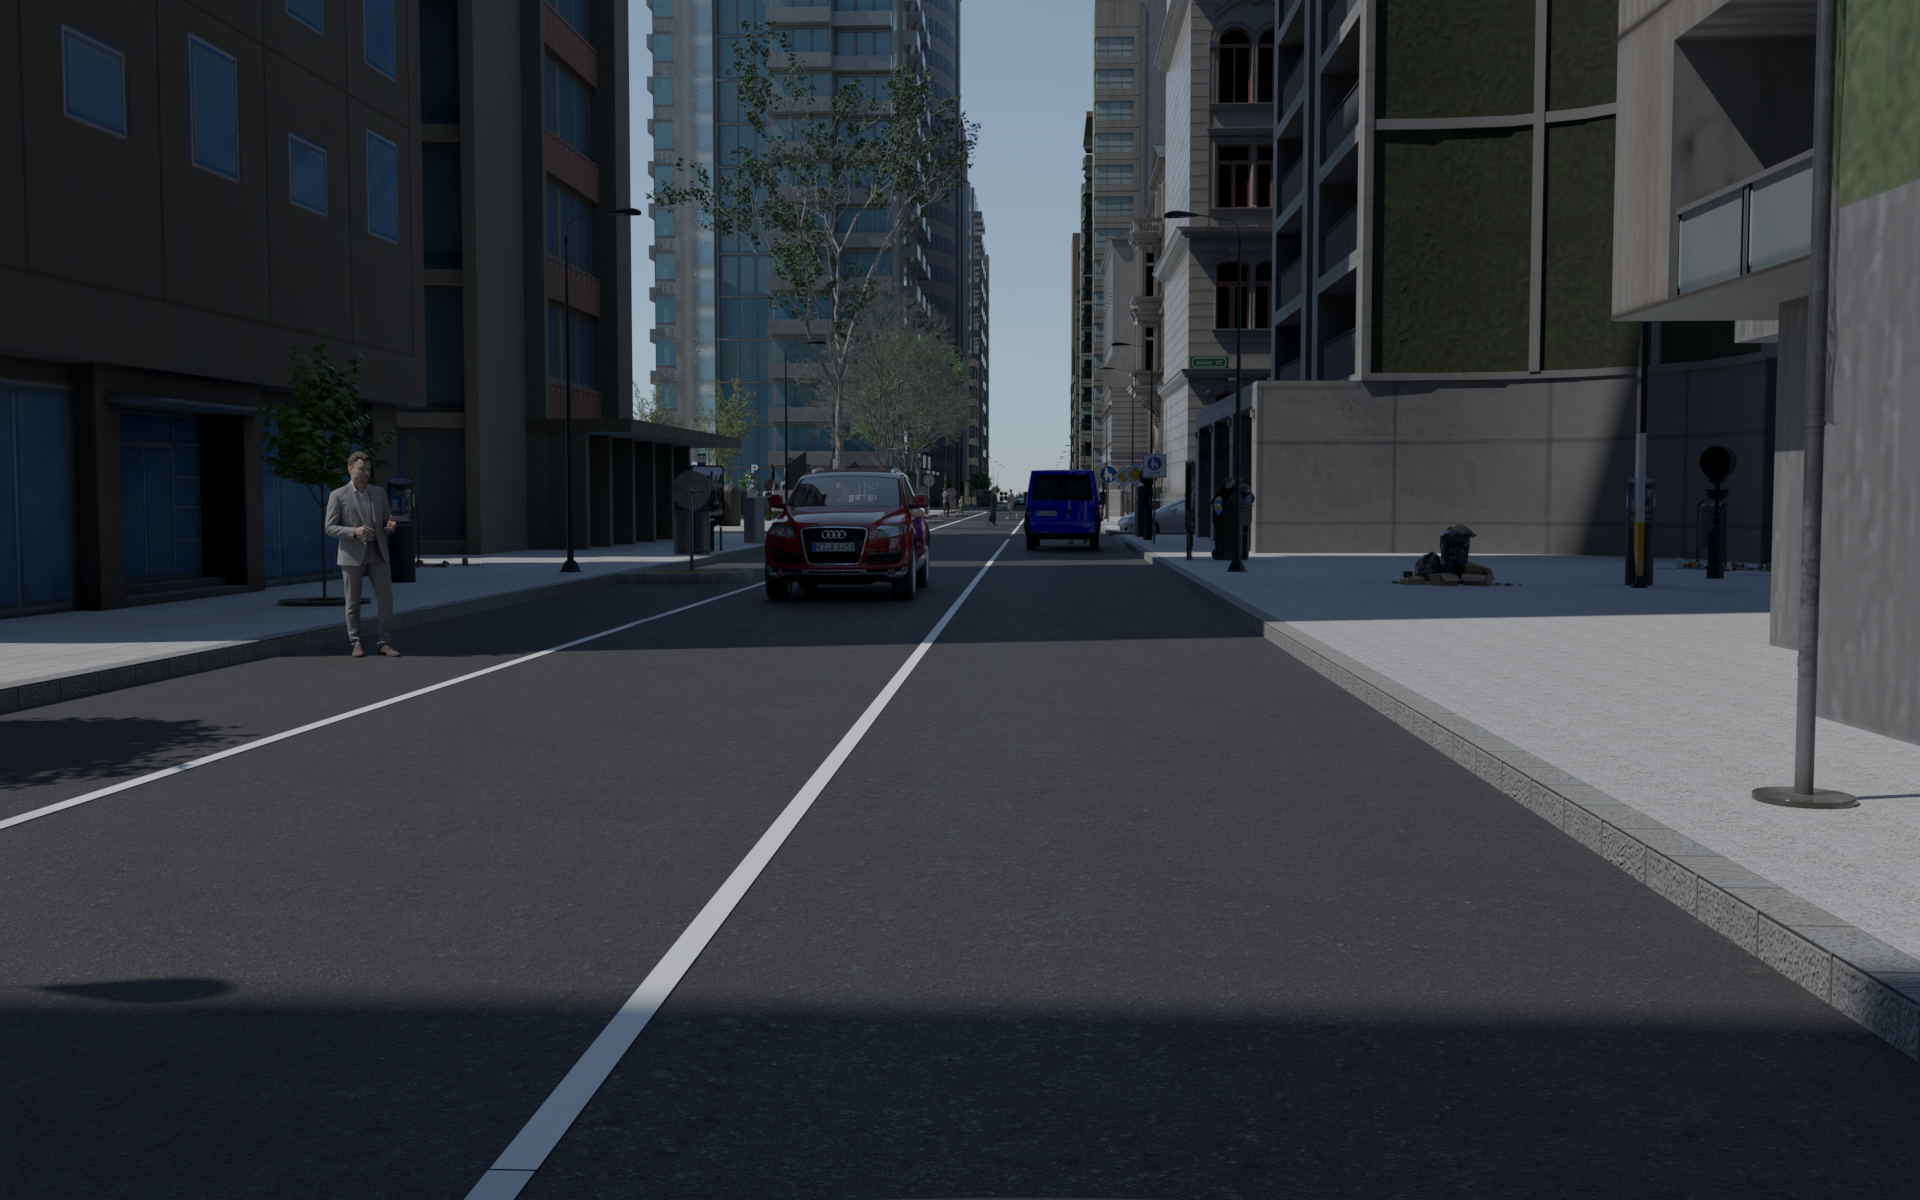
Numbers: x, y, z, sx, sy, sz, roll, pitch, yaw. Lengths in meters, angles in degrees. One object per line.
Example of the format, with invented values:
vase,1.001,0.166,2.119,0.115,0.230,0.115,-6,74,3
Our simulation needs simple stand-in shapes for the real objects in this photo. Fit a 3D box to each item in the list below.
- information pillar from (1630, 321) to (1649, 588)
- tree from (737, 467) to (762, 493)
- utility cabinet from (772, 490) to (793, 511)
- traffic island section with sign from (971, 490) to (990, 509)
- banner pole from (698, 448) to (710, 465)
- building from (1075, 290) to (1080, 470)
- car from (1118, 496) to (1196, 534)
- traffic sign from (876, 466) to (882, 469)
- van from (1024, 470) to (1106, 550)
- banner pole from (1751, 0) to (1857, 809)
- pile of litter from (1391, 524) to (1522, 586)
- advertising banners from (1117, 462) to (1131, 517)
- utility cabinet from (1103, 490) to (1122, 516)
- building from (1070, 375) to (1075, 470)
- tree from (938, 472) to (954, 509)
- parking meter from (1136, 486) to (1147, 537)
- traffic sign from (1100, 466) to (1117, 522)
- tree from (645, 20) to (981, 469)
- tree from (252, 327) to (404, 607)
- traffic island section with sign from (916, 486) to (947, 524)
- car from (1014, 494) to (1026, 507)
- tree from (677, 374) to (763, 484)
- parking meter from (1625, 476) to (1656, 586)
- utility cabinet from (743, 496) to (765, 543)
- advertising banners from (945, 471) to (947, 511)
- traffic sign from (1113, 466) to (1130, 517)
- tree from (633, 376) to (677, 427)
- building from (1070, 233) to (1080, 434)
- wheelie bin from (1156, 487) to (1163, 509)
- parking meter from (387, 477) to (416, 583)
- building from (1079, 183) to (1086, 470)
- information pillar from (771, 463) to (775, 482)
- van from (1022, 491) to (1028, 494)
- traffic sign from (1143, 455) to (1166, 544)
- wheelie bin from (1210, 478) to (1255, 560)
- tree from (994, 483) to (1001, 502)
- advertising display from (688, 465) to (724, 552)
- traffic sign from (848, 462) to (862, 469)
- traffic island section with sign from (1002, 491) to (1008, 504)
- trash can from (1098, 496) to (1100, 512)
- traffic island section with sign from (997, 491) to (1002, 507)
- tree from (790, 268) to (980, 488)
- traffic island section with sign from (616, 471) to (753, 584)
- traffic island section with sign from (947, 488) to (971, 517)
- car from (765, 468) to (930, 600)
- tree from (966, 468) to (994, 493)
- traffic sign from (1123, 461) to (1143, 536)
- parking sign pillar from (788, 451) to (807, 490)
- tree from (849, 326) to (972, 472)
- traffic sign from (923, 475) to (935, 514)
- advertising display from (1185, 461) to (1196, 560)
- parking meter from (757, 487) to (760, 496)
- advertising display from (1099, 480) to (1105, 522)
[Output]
information pillar,9.340,-1.982,23.757,0.183,3.616,0.504,1,4,15
tree,-15.135,-7.894,123.664,1.663,3.219,1.824,0,3,0
utility cabinet,-10.568,-5.781,103.190,1.173,1.500,0.318,-1,4,-13
traffic island section with sign,1.914,-9.318,160.984,1.989,1.847,2.006,0,4,3
banner pole,-13.879,-6.376,94.270,0.863,3.779,0.401,-1,4,-18
building,23.250,-28.892,244.087,14.160,30.474,14.107,0,4,3
car,7.675,-2.772,57.684,4.827,1.381,2.083,0,4,3
traffic sign,-2.866,-3.539,61.501,0.795,2.450,0.064,0,4,3
van,2.747,-2.533,45.799,2.240,2.365,5.245,0,4,4
banner pole,3.653,-1.058,7.318,0.401,3.779,0.863,2,4,33
pile of litter,7.044,-0.647,24.544,1.719,0.858,1.176,2,4,33
advertising banners,9.055,-6.098,95.891,0.090,3.025,2.074,2,4,25
utility cabinet,8.575,-5.489,98.423,1.173,1.500,0.318,1,4,23
building,30.951,-25.715,265.476,27.650,21.520,28.899,0,4,3
tree,-0.944,-9.571,151.082,1.663,3.219,1.824,0,3,0
parking meter,5.465,-2.663,51.947,0.372,1.533,0.369,0,3,0
traffic sign,6.727,-4.798,78.553,0.768,2.556,0.104,0,4,6
tree,-6.393,-13.175,71.302,12.611,20.169,13.585,0,3,0
tree,-7.324,-1.568,20.233,1.663,3.219,1.824,0,3,0
traffic island section with sign,-1.795,-4.618,84.135,1.989,1.847,2.006,0,4,3
car,6.696,-10.762,187.751,2.131,1.459,4.920,0,4,4
tree,-14.207,-9.495,105.599,4.737,8.622,4.395,0,3,0
parking meter,9.563,-0.975,24.353,0.372,1.533,0.369,0,3,0
utility cabinet,-5.433,-2.110,45.664,0.306,1.237,1.020,-2,4,-23
advertising banners,-1.011,-8.169,129.748,0.090,3.025,2.074,0,4,7
traffic sign,5.767,-3.512,61.063,0.795,2.450,0.064,0,4,3
tree,-19.223,-9.602,107.361,4.737,8.622,4.395,0,3,0
building,25.374,-38.956,287.033,14.600,45.320,14.200,0,4,3
wheelie bin,8.815,-4.315,78.457,0.980,1.594,0.693,0,4,-5
parking meter,-8.102,-1.022,25.121,0.372,1.533,0.369,0,3,0
building,22.902,-33.400,229.689,14.154,41.232,14.086,0,4,3
information pillar,-14.058,-8.487,130.116,0.183,3.616,0.504,2,4,24
van,9.817,-15.135,254.460,2.013,2.044,4.112,0,4,2
traffic sign,4.959,-2.572,44.175,0.606,2.300,0.079,1,4,9
wheelie bin,5.332,-1.580,33.746,0.693,1.594,0.980,3,4,37
tree,6.182,-18.481,296.769,1.663,3.219,1.824,0,3,0
advertising display,-5.633,-2.035,38.488,0.123,1.923,0.974,3,4,39
traffic sign,-3.253,-3.051,53.525,0.795,2.450,0.064,0,4,3
traffic island section with sign,5.909,-14.346,243.184,1.989,1.847,2.006,0,4,3
trash can,9.348,-6.340,115.319,0.748,1.137,0.748,0,3,0
traffic island section with sign,3.255,-10.997,188.431,1.989,1.847,2.006,0,4,3
tree,-4.099,-11.299,95.100,12.009,13.543,11.850,0,3,0
traffic island section with sign,-4.489,-1.226,28.667,1.989,1.847,2.006,0,4,3
traffic island section with sign,-0.495,-6.269,111.126,1.989,1.847,2.006,0,4,3
car,-1.550,-1.010,25.190,2.281,1.827,5.304,0,4,2
tree,2.449,-14.082,213.946,4.285,4.588,4.351,0,3,0
traffic sign,5.380,-3.024,53.088,0.795,2.450,0.064,0,4,3
parking sign pillar,-10.207,-7.287,107.620,1.447,3.967,1.447,-1,4,-21
tree,-3.081,-11.006,105.701,9.928,11.665,9.643,0,3,0
traffic sign,-2.045,-6.945,113.650,0.768,2.556,0.104,1,4,10
advertising display,4.498,-1.752,33.854,0.123,1.923,0.974,1,4,12
parking meter,-16.003,-8.027,136.950,0.399,1.863,0.255,0,4,-4
advertising display,6.655,-4.656,81.340,0.123,1.923,0.974,0,4,-4
